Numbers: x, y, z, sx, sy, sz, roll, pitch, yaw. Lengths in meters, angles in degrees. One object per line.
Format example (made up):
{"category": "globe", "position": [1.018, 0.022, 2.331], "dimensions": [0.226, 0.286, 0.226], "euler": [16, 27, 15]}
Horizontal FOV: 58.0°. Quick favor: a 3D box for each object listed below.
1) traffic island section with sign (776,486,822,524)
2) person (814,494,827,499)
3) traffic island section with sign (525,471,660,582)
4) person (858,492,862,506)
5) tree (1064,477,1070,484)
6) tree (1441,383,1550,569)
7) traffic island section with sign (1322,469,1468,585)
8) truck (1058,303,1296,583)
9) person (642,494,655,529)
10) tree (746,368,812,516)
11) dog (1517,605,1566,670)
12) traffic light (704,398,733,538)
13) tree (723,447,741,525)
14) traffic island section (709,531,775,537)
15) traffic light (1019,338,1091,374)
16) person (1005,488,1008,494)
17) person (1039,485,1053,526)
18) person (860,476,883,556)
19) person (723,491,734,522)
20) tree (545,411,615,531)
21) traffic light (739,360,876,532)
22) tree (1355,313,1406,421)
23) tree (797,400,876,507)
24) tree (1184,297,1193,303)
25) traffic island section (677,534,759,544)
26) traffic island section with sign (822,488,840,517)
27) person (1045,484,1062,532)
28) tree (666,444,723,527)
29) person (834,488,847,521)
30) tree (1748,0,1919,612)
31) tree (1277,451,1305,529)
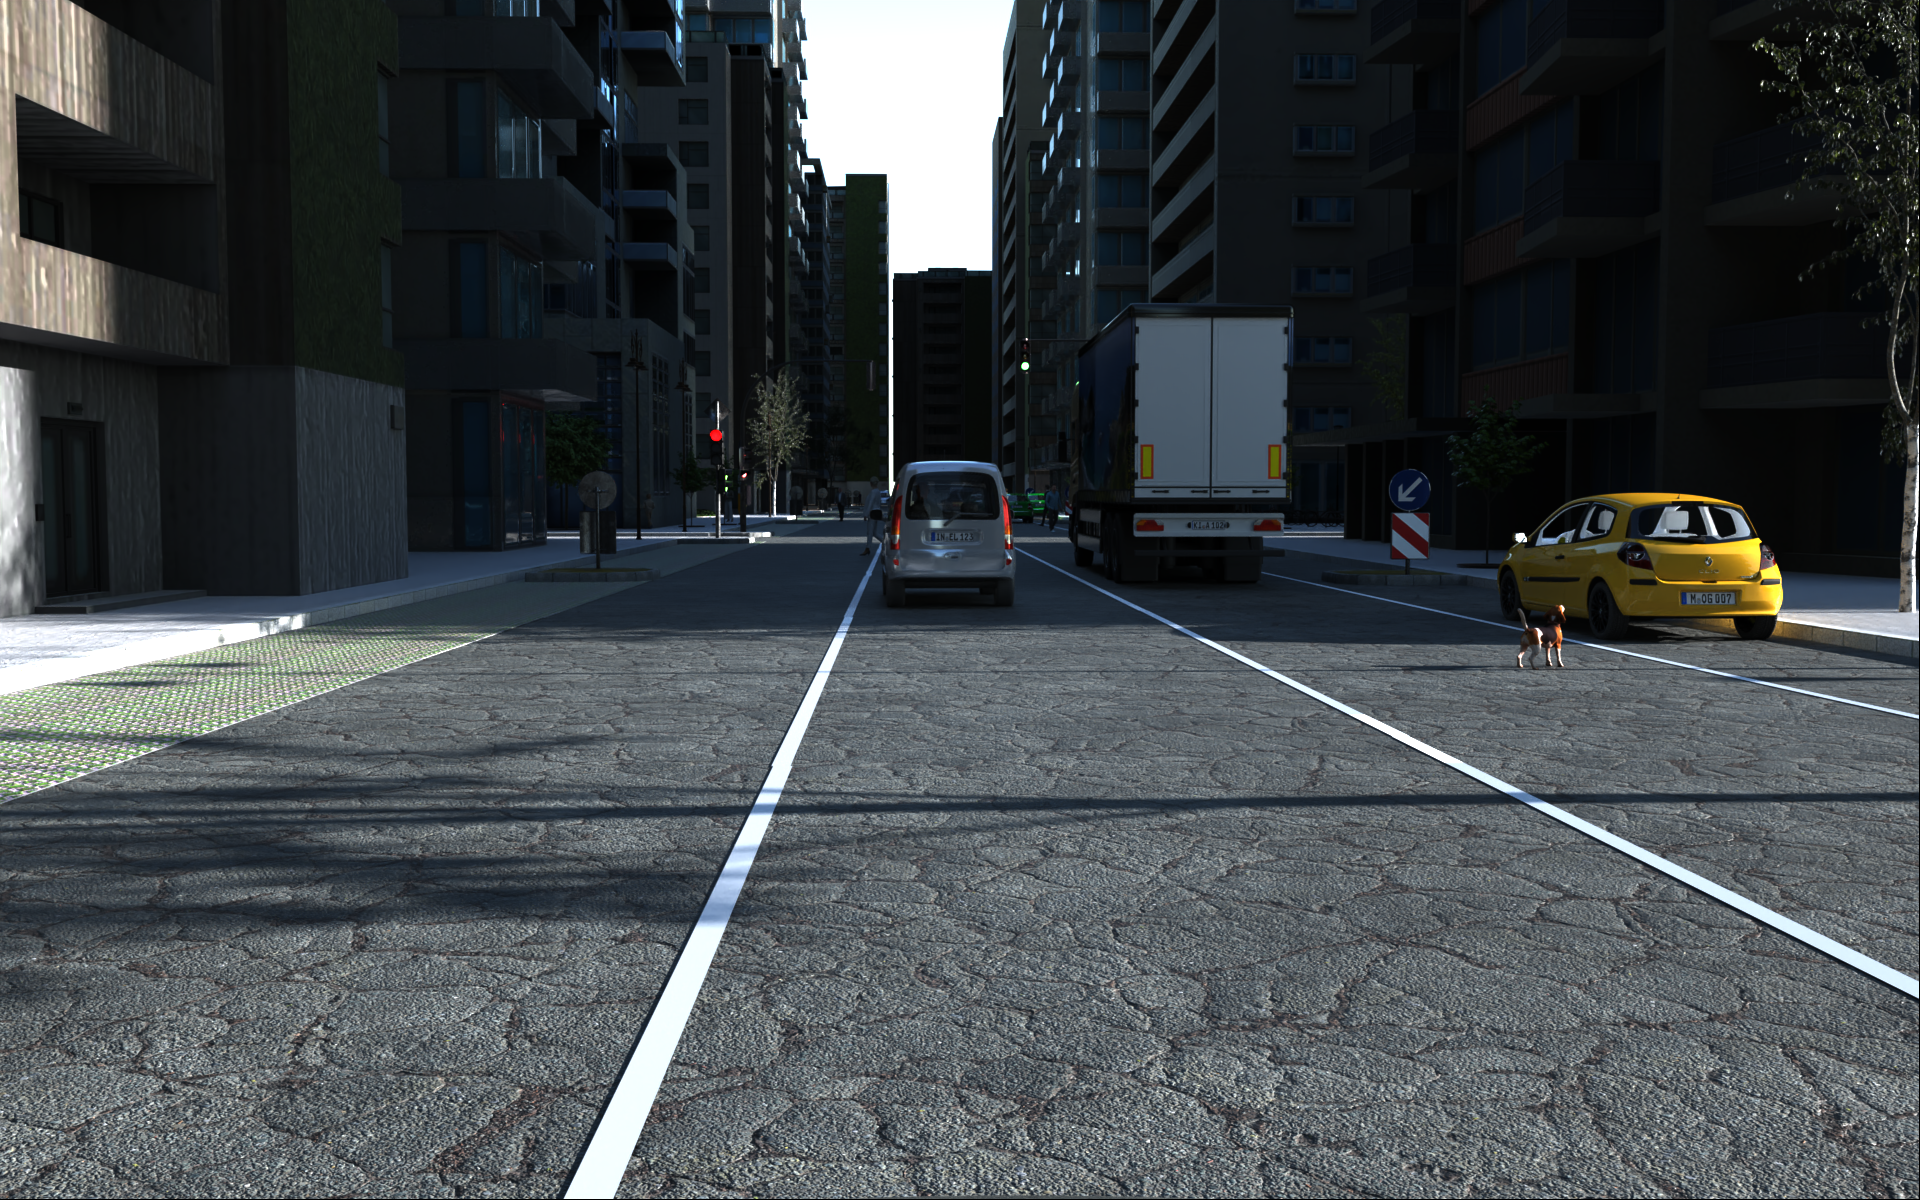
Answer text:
{"category": "traffic island section with sign", "position": [-7.815, -4.567, 83.297], "dimensions": [1.989, 1.847, 2.006], "euler": [0, 4, -2]}
{"category": "person", "position": [-13.865, -10.106, 172.004], "dimensions": [1.217, 1.735, 0.721], "euler": [0, 4, -6]}
{"category": "traffic island section with sign", "position": [-6.080, -1.243, 28.958], "dimensions": [1.989, 1.847, 2.006], "euler": [0, 4, -2]}
{"category": "person", "position": [-11.051, -11.100, 190.898], "dimensions": [0.530, 1.710, 0.541], "euler": [-1, 4, -20]}
{"category": "tree", "position": [7.189, -6.532, 101.402], "dimensions": [1.663, 3.219, 1.824], "euler": [0, 3, 0]}
{"category": "tree", "position": [9.174, -2.183, 30.299], "dimensions": [1.663, 3.219, 1.824], "euler": [0, 3, 0]}
{"category": "traffic island section with sign", "position": [6.974, -1.193, 28.138], "dimensions": [1.989, 1.847, 2.006], "euler": [0, 4, -2]}
{"category": "truck", "position": [3.549, -2.578, 31.070], "dimensions": [2.839, 4.237, 11.283], "euler": [0, 4, -1]}
{"category": "person", "position": [-11.411, -3.250, 63.460], "dimensions": [0.475, 1.303, 0.640], "euler": [-3, 4, -39]}
{"category": "tree", "position": [-10.778, -9.214, 101.011], "dimensions": [4.360, 8.622, 3.978], "euler": [0, 3, 0]}
{"category": "dog", "position": [4.797, 0.305, 14.308], "dimensions": [0.406, 0.507, 0.540], "euler": [1, 4, 14]}
{"category": "traffic light", "position": [-7.063, -3.771, 50.581], "dimensions": [0.839, 4.253, 0.868], "euler": [0, 4, -2]}
{"category": "tree", "position": [-9.697, -4.701, 71.468], "dimensions": [1.663, 3.219, 1.824], "euler": [0, 3, 0]}
{"category": "traffic island section", "position": [-7.357, -2.227, 58.695], "dimensions": [2.009, 0.180, 2.903], "euler": [0, 4, -2]}
{"category": "traffic light", "position": [4.103, -4.657, 50.810], "dimensions": [4.771, 5.953, 1.251], "euler": [0, 4, -2]}
{"category": "person", "position": [2.555, -5.435, 97.913], "dimensions": [0.362, 1.759, 0.519], "euler": [0, 4, 6]}
{"category": "person", "position": [3.830, -4.185, 76.697], "dimensions": [0.755, 1.850, 0.659], "euler": [3, 5, 44]}
{"category": "person", "position": [-1.950, -1.959, 40.414], "dimensions": [0.818, 1.842, 0.514], "euler": [-1, 4, -9]}
{"category": "person", "position": [-10.670, -4.468, 79.647], "dimensions": [0.519, 1.759, 0.362], "euler": [2, 4, 32]}
{"category": "tree", "position": [-13.966, -4.753, 61.423], "dimensions": [4.285, 4.588, 4.351], "euler": [0, 3, 0]}
{"category": "traffic light", "position": [-5.229, -5.137, 58.663], "dimensions": [4.771, 5.953, 1.251], "euler": [0, 4, -2]}
{"category": "tree", "position": [16.396, -6.838, 62.165], "dimensions": [4.737, 8.622, 4.395], "euler": [0, 3, 0]}
{"category": "tree", "position": [-12.791, -14.499, 171.470], "dimensions": [8.767, 10.594, 7.601], "euler": [-3, 4, -37]}
{"category": "tree", "position": [7.926, -7.042, 65.491], "dimensions": [4.360, 8.622, 3.978], "euler": [0, 3, 0]}
{"category": "traffic island section", "position": [-7.103, -1.739, 50.714], "dimensions": [2.009, 0.180, 2.903], "euler": [0, 4, -2]}
{"category": "traffic island section with sign", "position": [-8.673, -6.215, 110.238], "dimensions": [1.989, 1.847, 2.006], "euler": [0, 4, -2]}
{"category": "person", "position": [3.471, -3.443, 64.817], "dimensions": [0.660, 1.820, 0.620], "euler": [-2, 4, -35]}
{"category": "tree", "position": [-10.393, -4.447, 67.303], "dimensions": [1.663, 3.219, 1.824], "euler": [0, 3, 0]}
{"category": "person", "position": [-6.295, -5.038, 91.265], "dimensions": [0.661, 1.777, 0.834], "euler": [0, 4, 4]}
{"category": "tree", "position": [10.539, -4.172, 18.568], "dimensions": [4.360, 8.622, 3.978], "euler": [0, 3, 0]}
{"category": "tree", "position": [11.684, -4.221, 63.607], "dimensions": [1.663, 3.219, 1.824], "euler": [0, 3, 0]}
